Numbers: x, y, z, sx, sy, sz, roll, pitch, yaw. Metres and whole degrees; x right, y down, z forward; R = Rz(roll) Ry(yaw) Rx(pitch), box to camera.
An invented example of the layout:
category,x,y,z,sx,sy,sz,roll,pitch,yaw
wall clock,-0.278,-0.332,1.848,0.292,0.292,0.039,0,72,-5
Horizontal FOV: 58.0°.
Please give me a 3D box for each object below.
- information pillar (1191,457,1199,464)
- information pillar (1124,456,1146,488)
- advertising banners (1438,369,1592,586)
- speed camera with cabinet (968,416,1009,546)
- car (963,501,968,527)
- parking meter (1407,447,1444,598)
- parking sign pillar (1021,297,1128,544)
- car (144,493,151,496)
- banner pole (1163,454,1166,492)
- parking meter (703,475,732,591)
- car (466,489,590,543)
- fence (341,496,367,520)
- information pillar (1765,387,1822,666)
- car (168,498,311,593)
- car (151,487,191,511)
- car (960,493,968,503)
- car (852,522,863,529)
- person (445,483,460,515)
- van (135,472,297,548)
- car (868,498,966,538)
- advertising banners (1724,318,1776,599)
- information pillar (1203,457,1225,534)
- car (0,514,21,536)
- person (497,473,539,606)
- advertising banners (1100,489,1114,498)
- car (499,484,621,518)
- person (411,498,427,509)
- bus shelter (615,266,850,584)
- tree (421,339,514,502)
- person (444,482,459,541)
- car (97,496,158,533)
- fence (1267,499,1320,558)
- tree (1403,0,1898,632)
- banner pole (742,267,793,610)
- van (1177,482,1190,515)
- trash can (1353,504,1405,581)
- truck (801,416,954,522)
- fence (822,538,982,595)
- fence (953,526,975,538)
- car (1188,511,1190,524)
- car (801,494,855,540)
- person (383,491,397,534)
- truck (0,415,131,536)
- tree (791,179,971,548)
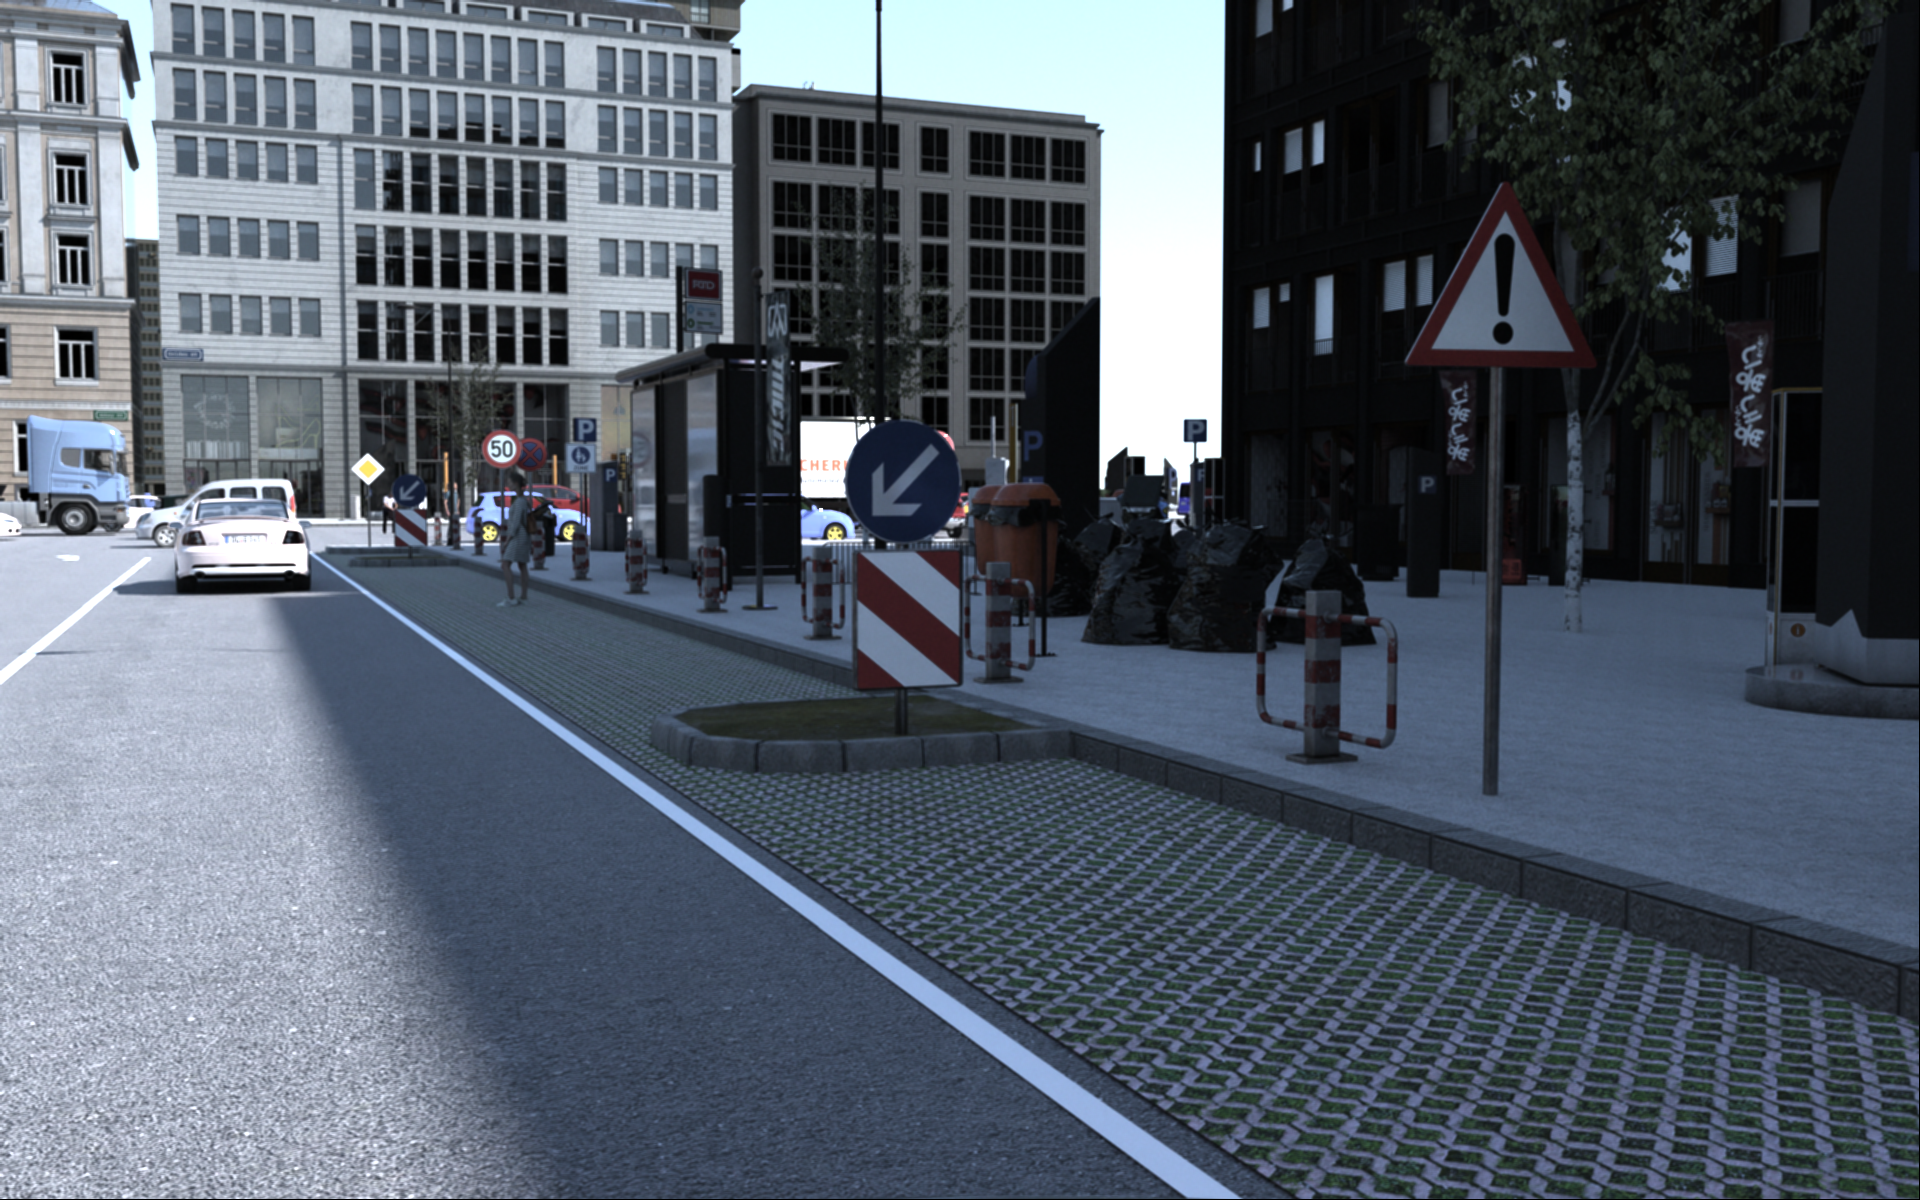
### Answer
category,x,y,z,sx,sy,sz,roll,pitch,yaw
information pillar,14.740,-7.166,108.519,0.504,3.616,0.183,1,4,20
information pillar,3.370,-1.768,33.404,0.304,2.012,0.304,-2,4,-25
advertising banners,7.747,-1.716,24.243,2.074,3.025,0.090,1,4,12
speed camera with cabinet,0.792,-3.008,43.519,0.660,3.252,2.038,1,4,19
car,1.071,-3.964,75.027,3.980,1.641,2.015,-2,4,-24
parking meter,5.780,-0.966,21.514,0.399,1.863,0.255,0,4,2
parking sign pillar,1.361,-2.135,23.385,1.447,3.967,1.447,3,4,38
car,-69.898,-8.483,148.281,1.945,1.707,3.694,-1,4,-23
banner pole,12.888,-7.296,109.304,0.401,3.779,0.863,0,4,-3
parking meter,-3.216,-0.891,22.983,0.372,1.533,0.369,0,3,0
car,-12.939,-2.597,52.050,3.694,1.707,1.945,-1,4,-22
fence,-29.085,-4.470,84.291,2.264,1.192,0.480,0,4,1
information pillar,5.846,-0.466,12.113,0.304,2.012,0.304,1,4,13
car,-11.096,-0.880,26.755,2.083,1.381,4.827,-2,4,-23
car,-23.851,-2.800,55.573,4.222,1.686,2.009,-2,4,-23
car,0.723,-4.290,79.189,4.494,1.783,2.155,-1,4,-22
car,-3.023,-3.711,70.268,3.694,1.707,1.945,-2,4,-24
person,-16.753,-2.962,57.054,0.434,1.807,0.598,2,4,29
van,-20.264,-2.461,47.251,4.112,2.044,2.013,-2,4,-25
car,-1.542,-3.002,57.762,2.281,1.827,5.304,-1,4,-22
advertising banners,8.405,-1.264,16.859,0.090,3.025,2.074,-3,4,-39
information pillar,5.121,-1.861,34.926,0.304,2.012,0.304,-2,4,-33
car,-31.512,-2.489,53.054,4.827,1.381,2.083,-2,4,-24
person,-5.663,-0.776,22.195,0.522,1.701,0.512,-1,4,-9
advertising banners,3.033,-2.982,44.939,2.074,3.025,0.090,0,4,2
car,-16.373,-3.757,70.092,5.304,1.827,2.281,-2,4,-24
person,-18.336,-3.072,58.610,0.514,1.842,0.818,-2,4,-24
bus shelter,-4.230,-3.103,28.370,2.179,5.291,8.768,-1,4,-23
tree,-23.078,-8.017,81.436,4.360,8.622,3.978,0,3,0
person,-15.473,-2.703,52.824,0.434,1.807,0.598,2,4,29
car,-30.708,-3.268,65.792,4.827,1.381,2.083,-2,4,-25
fence,6.220,-1.294,32.367,0.480,1.192,2.264,-1,4,-15
tree,5.842,-3.994,15.669,4.737,8.622,4.395,0,3,0
banner pole,-2.086,-1.775,19.043,0.401,3.779,0.863,-3,5,-40
van,13.750,-5.125,88.170,5.245,2.365,2.240,-1,4,-23
trash can,6.200,-0.857,25.667,0.748,1.137,0.748,0,3,0
truck,-5.057,-4.558,63.431,11.283,4.237,2.839,-1,4,-22
fence,-0.757,-0.395,21.826,2.069,0.683,0.278,-1,4,-14
fence,0.169,-0.968,31.194,0.278,0.683,2.069,-1,4,-17
car,11.919,-3.761,73.850,4.827,1.381,2.083,-2,4,-24
car,-4.842,-2.423,49.211,3.694,1.707,1.945,-1,4,-21
person,-20.630,-3.183,62.758,0.590,1.554,0.614,2,4,35
truck,-37.409,-4.166,57.870,18.799,4.110,2.967,-1,4,-21
tree,-2.128,-5.521,40.625,4.360,8.622,3.978,0,3,0
